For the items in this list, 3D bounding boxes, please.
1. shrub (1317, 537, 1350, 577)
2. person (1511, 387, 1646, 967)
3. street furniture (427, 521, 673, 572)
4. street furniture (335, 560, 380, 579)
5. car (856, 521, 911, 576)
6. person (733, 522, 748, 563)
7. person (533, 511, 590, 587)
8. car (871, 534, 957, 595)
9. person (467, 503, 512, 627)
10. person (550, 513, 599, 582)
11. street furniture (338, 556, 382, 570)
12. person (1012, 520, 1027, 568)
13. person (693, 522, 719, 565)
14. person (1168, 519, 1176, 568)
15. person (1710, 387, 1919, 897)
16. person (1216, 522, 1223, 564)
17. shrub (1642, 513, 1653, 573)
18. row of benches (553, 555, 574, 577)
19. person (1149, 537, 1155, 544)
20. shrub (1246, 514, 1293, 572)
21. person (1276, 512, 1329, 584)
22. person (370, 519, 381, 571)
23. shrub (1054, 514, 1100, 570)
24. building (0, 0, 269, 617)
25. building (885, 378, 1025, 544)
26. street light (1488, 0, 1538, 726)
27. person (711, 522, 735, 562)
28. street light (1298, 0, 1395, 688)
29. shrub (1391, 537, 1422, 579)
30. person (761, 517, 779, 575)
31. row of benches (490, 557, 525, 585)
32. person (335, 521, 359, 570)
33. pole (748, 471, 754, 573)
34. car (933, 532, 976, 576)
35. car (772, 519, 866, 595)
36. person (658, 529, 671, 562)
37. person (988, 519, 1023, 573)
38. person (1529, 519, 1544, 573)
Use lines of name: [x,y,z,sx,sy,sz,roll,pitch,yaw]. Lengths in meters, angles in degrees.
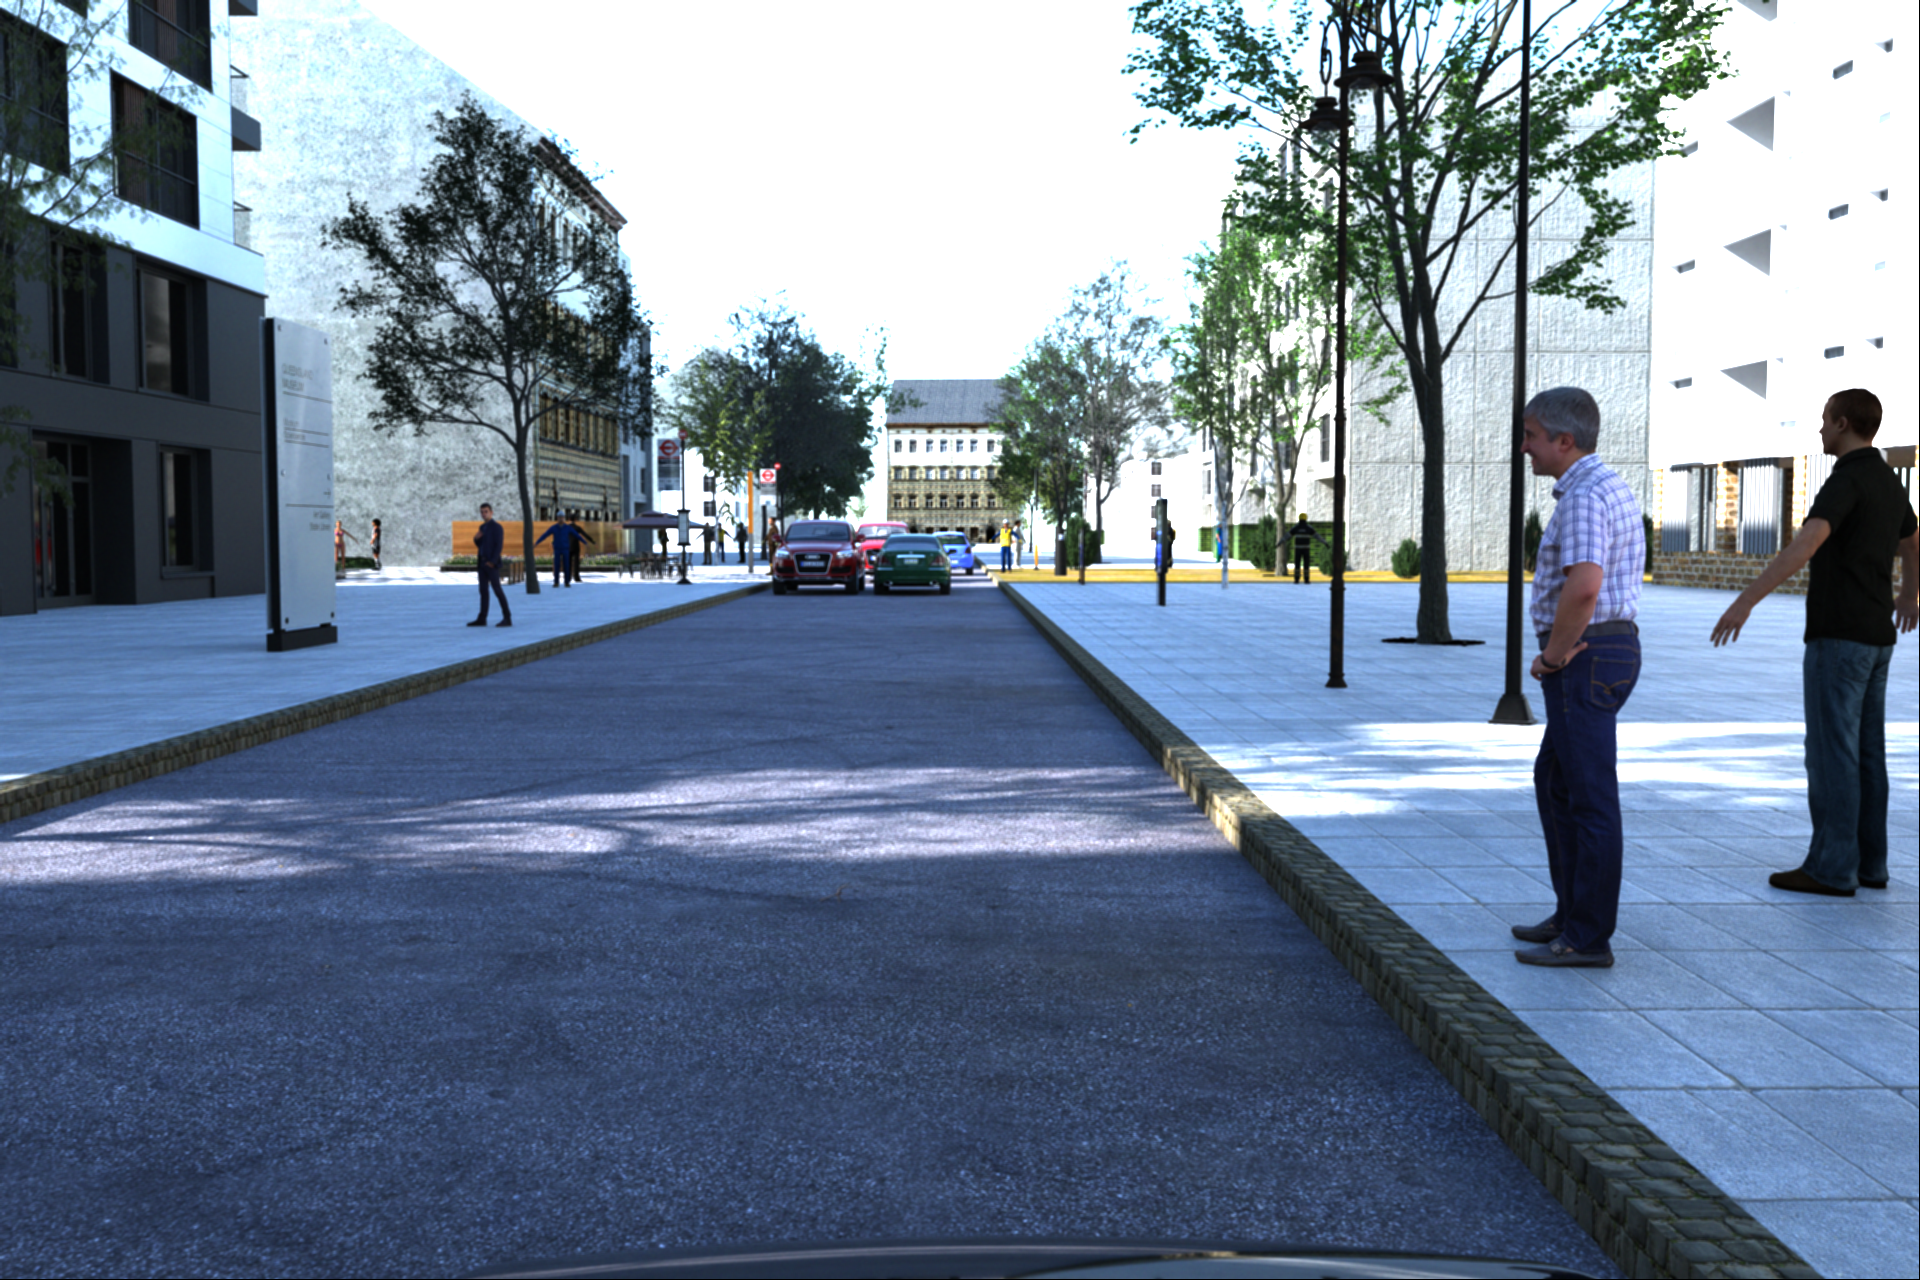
shrub: [11.196,-2.500,51.996,1.383,1.207,1.383,0,3,0]
person: [1.791,0.112,5.145,0.436,1.711,0.756,3,4,37]
street furniture: [-14.006,-3.272,60.358,11.010,1.723,9.812,0,4,6]
street furniture: [-21.307,-2.545,48.470,11.010,1.723,9.812,0,4,-3]
car: [-2.326,-2.680,52.488,2.281,1.827,5.304,0,4,-1]
person: [-9.654,-4.300,76.436,0.705,1.813,1.348,-2,4,-33]
person: [-9.641,-2.202,41.886,1.347,1.842,0.705,-1,4,-11]
car: [-1.131,-1.868,42.338,2.131,1.459,4.920,0,3,0]
person: [-6.541,-1.044,24.037,0.530,1.710,0.541,-3,4,-37]
person: [-10.309,-2.461,46.166,1.347,1.837,0.705,1,4,9]
street furniture: [-26.412,-2.861,62.396,10.072,0.657,5.734,0,4,2]
person: [2.215,-3.629,65.517,0.705,1.806,1.347,1,4,22]
person: [-10.545,-4.032,72.202,1.348,1.796,0.705,2,4,31]
person: [7.903,-3.666,65.714,0.705,1.856,1.354,2,4,28]
person: [3.175,-0.002,6.250,1.348,1.803,0.705,-3,4,-37]
person: [11.121,-4.151,73.992,0.704,1.817,1.347,1,4,17]
shrub: [22.901,-3.271,57.904,1.690,2.028,1.600,0,3,0]
row of benches: [-11.904,-2.242,52.126,1.422,0.672,4.104,-1,4,-14]
person: [9.501,-4.500,82.844,0.991,1.433,0.599,2,4,24]
shrub: [10.527,-3.332,58.901,1.690,2.028,1.600,0,3,0]
person: [8.839,-2.382,44.711,1.351,1.858,0.704,1,4,15]
person: [-20.538,-3.347,60.872,0.704,1.843,1.345,-1,4,-14]
shrub: [4.172,-3.501,61.656,1.690,2.028,1.600,0,3,0]
building: [-28.756,-10.803,20.604,27.936,21.610,32.646,0,4,0]
building: [-0.322,-25.043,242.838,18.063,23.208,19.493,0,4,5]
street light: [4.303,-2.389,11.598,1.470,5.913,1.316,0,4,-1]
person: [-10.895,-4.451,78.737,1.349,1.833,0.705,-1,4,-14]
street light: [3.156,-2.542,14.347,0.468,5.910,1.993,0,3,0]
shrub: [12.808,-2.350,49.537,1.383,1.207,1.383,0,3,0]
person: [-5.853,-2.920,53.874,0.704,1.812,1.346,-2,4,-26]
row of benches: [-11.975,-1.850,45.704,1.422,0.672,4.104,-1,4,-9]
person: [-20.794,-3.135,58.067,1.217,1.733,0.721,-2,4,-24]
pole: [-6.827,-3.832,56.490,0.158,3.312,0.155,0,3,0]
car: [-0.396,-3.143,60.973,1.945,1.707,3.694,0,4,-1]
car: [-3.427,-2.079,42.662,2.281,1.827,5.304,0,4,0]
person: [-12.899,-4.279,75.731,0.705,1.858,1.354,0,4,2]
person: [1.505,-3.109,57.294,1.216,1.772,0.721,1,4,22]
person: [19.140,-3.162,57.556,1.347,1.847,0.705,-1,4,-16]
